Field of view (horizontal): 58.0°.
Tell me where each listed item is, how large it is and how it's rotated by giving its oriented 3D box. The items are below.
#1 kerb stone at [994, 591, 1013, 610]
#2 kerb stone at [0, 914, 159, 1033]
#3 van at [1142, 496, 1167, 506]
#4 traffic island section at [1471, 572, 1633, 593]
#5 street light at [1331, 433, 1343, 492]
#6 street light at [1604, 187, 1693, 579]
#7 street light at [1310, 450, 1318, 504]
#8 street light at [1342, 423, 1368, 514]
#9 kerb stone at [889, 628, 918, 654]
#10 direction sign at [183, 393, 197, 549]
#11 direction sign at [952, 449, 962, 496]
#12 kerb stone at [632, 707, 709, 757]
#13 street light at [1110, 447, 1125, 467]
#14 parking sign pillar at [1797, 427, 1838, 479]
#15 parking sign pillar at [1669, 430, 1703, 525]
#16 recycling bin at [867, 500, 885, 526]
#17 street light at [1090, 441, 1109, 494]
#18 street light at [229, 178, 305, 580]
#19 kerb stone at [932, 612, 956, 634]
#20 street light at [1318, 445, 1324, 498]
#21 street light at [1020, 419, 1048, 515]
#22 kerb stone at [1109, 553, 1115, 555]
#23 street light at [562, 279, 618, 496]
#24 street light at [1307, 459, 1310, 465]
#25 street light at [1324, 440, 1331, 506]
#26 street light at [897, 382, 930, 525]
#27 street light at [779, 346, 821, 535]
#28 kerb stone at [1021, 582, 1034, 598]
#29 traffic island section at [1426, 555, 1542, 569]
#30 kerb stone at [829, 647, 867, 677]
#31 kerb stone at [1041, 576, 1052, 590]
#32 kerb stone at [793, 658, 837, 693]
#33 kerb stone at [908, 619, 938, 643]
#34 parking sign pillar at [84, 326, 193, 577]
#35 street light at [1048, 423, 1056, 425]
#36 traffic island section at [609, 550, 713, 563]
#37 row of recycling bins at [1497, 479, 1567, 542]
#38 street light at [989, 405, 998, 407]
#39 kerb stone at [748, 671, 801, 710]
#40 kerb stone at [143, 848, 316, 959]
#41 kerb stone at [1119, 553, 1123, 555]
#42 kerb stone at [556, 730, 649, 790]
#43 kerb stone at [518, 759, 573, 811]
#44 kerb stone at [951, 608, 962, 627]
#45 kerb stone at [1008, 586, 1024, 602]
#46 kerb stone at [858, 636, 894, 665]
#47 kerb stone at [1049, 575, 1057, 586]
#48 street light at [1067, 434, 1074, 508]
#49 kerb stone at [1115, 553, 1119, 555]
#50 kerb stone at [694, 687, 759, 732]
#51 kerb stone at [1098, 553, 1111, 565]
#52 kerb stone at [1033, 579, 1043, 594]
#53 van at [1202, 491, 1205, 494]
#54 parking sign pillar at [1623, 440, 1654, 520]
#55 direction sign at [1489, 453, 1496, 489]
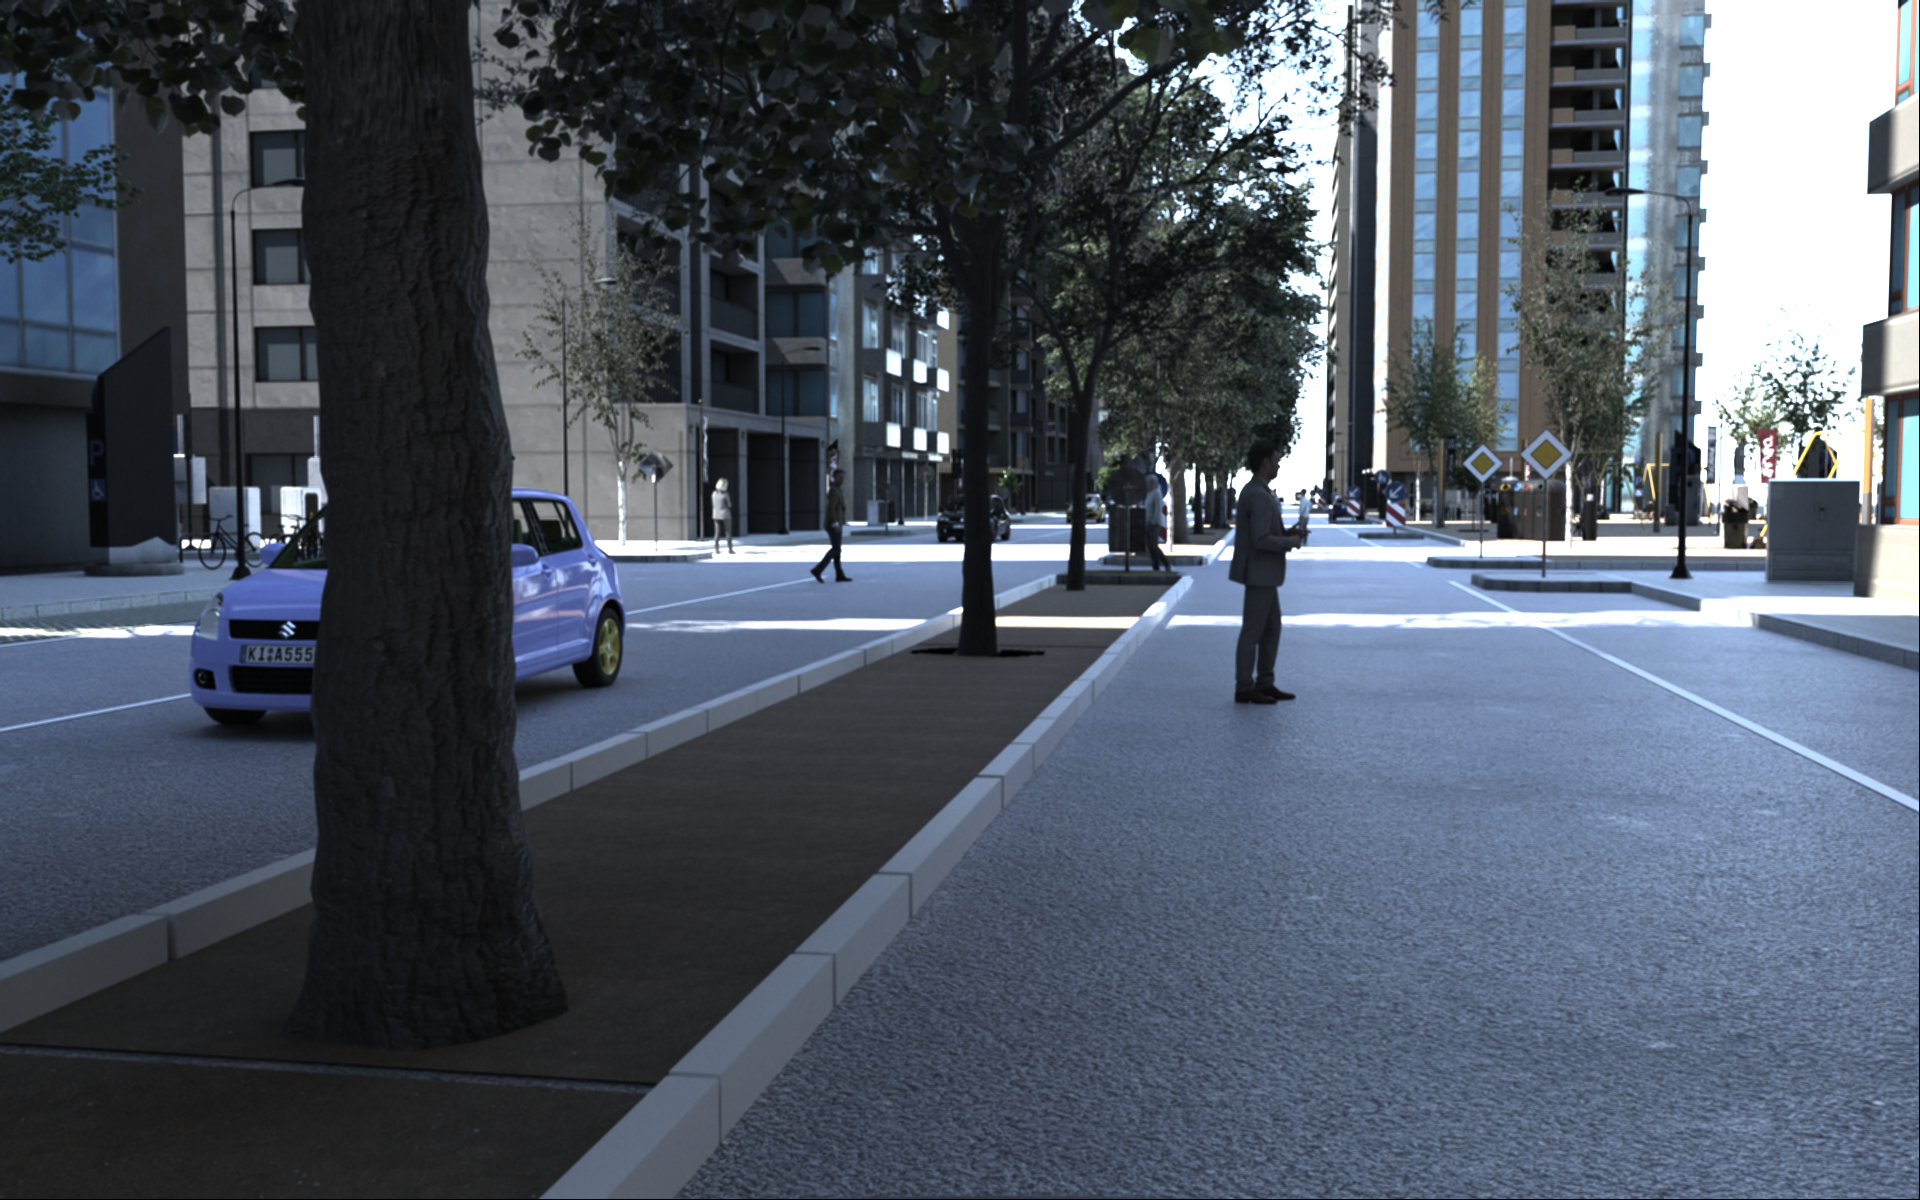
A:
[{"bbox_3d":[0.508,0.015,21.952,0.120,0.150,1.000,1,4,10],"label":"kerb stone"},{"bbox_3d":[-2.557,1.065,4.787,0.120,0.150,1.000,1,4,10],"label":"kerb stone"},{"bbox_3d":[18.046,-9.527,160.151,2.240,2.365,5.245,1,4,12],"label":"van"},{"bbox_3d":[9.013,-0.270,26.693,2.009,0.180,2.903,1,4,10],"label":"traffic island section"},{"bbox_3d":[28.991,-9.682,130.844,1.470,5.913,1.316,1,4,10],"label":"street light"},{"bbox_3d":[10.456,-3.289,26.311,1.470,5.913,1.316,1,4,10],"label":"street light"},{"bbox_3d":[40.080,-13.476,192.866,1.470,5.913,1.316,1,4,10],"label":"street light"},{"bbox_3d":[26.025,-8.618,113.440,1.470,5.913,1.316,1,4,10],"label":"street light"},{"bbox_3d":[-0.568,0.392,15.885,0.120,0.150,1.000,1,4,10],"label":"kerb stone"},{"bbox_3d":[-17.487,-2.891,39.267,0.379,3.537,0.876,-2,4,-32],"label":"direction sign"},{"bbox_3d":[-0.159,-5.825,87.228,0.379,3.537,0.876,-2,4,-34],"label":"direction sign"},{"bbox_3d":[-1.655,0.756,9.832,0.120,0.150,1.000,1,4,10],"label":"kerb stone"},{"bbox_3d":[14.821,-11.836,166.055,1.470,5.913,1.316,1,4,10],"label":"street light"},{"bbox_3d":[33.702,-4.916,68.854,1.447,3.967,1.447,-3,5,-45],"label":"parking sign pillar"},{"bbox_3d":[30.164,-5.111,72.043,1.447,3.967,1.447,-2,4,-26],"label":"parking sign pillar"},{"bbox_3d":[-3.334,-3.444,68.869,0.722,1.027,0.722,0,4,-3],"label":"recycling bin"},{"bbox_3d":[11.773,-10.770,148.630,1.470,5.913,1.316,1,4,10],"label":"street light"},{"bbox_3d":[-10.232,-3.251,25.687,1.470,5.913,1.316,1,4,10],"label":"street light"},{"bbox_3d":[-0.219,0.263,17.900,0.120,0.150,1.000,1,4,10],"label":"kerb stone"},{"bbox_3d":[35.209,-11.800,165.468,1.470,5.913,1.316,1,4,10],"label":"street light"},{"bbox_3d":[4.466,-8.252,107.463,1.470,5.913,1.316,1,4,10],"label":"street light"},{"bbox_3d":[3.116,-0.878,36.596,0.120,0.150,1.000,1,4,10],"label":"kerb stone"},{"bbox_3d":[-8.070,-3.979,37.596,1.470,5.913,1.316,1,4,10],"label":"street light"},{"bbox_3d":[43.303,-14.571,210.783,1.470,5.913,1.316,1,4,10],"label":"street light"},{"bbox_3d":[32.202,-10.752,148.333,1.470,5.913,1.316,1,4,10],"label":"street light"},{"bbox_3d":[-1.929,-6.089,72.091,1.470,5.913,1.316,1,4,10],"label":"street light"},{"bbox_3d":[-5.063,-5.027,54.730,1.470,5.913,1.316,1,4,10],"label":"street light"},{"bbox_3d":[0.864,-0.108,23.969,0.120,0.150,1.000,1,4,10],"label":"kerb stone"},{"bbox_3d":[10.414,-0.751,34.555,2.009,0.180,2.903,1,4,10],"label":"traffic island section"},{"bbox_3d":[-0.939,0.517,13.867,0.120,0.150,1.000,1,4,10],"label":"kerb stone"},{"bbox_3d":[1.215,-0.228,25.983,0.120,0.150,1.000,1,4,10],"label":"kerb stone"},{"bbox_3d":[-1.113,0.574,12.856,0.120,0.150,1.000,1,4,10],"label":"kerb stone"},{"bbox_3d":[-0.391,0.324,16.892,0.120,0.150,1.000,1,4,10],"label":"kerb stone"},{"bbox_3d":[-13.121,-2.382,27.419,1.447,3.967,1.447,2,4,23],"label":"parking sign pillar"},{"bbox_3d":[5.578,-8.623,113.528,1.470,5.913,1.316,1,4,10],"label":"street light"},{"bbox_3d":[-6.609,-0.936,37.581,2.009,0.180,2.903,1,4,10],"label":"traffic island section"},{"bbox_3d":[15.988,-2.519,48.303,1.069,1.692,3.534,0,4,-3],"label":"row of recycling bins"},{"bbox_3d":[1.294,-7.206,90.358,1.470,5.913,1.316,1,4,10],"label":"street light"},{"bbox_3d":[-1.300,0.633,11.848,0.120,0.150,1.000,1,4,10],"label":"kerb stone"},{"bbox_3d":[-2.366,1.004,5.798,0.120,0.150,1.000,1,4,10],"label":"kerb stone"},{"bbox_3d":[3.478,-1.004,38.607,0.120,0.150,1.000,1,4,10],"label":"kerb stone"},{"bbox_3d":[-1.833,0.821,8.823,0.120,0.150,1.000,1,4,10],"label":"kerb stone"},{"bbox_3d":[-2.013,0.879,7.816,0.120,0.150,1.000,1,4,10],"label":"kerb stone"},{"bbox_3d":[-0.034,0.201,18.909,0.120,0.150,1.000,1,4,10],"label":"kerb stone"},{"bbox_3d":[0.684,-0.047,22.962,0.120,0.150,1.000,1,4,10],"label":"kerb stone"},{"bbox_3d":[-0.750,0.452,14.875,0.120,0.150,1.000,1,4,10],"label":"kerb stone"},{"bbox_3d":[1.406,-0.293,26.987,0.120,0.150,1.000,1,4,10],"label":"kerb stone"},{"bbox_3d":[8.725,-9.722,131.503,1.470,5.913,1.316,1,4,10],"label":"street light"},{"bbox_3d":[3.284,-0.942,37.604,0.120,0.150,1.000,1,4,10],"label":"kerb stone"},{"bbox_3d":[-1.475,0.695,10.839,0.120,0.150,1.000,1,4,10],"label":"kerb stone"},{"bbox_3d":[2.939,-0.819,35.589,0.120,0.150,1.000,1,4,10],"label":"kerb stone"},{"bbox_3d":[1.042,-0.167,24.976,0.120,0.150,1.000,1,4,10],"label":"kerb stone"},{"bbox_3d":[35.500,-14.821,249.341,2.013,2.044,4.112,1,4,9],"label":"van"},{"bbox_3d":[33.712,-5.964,85.981,1.447,3.967,1.447,1,4,21],"label":"parking sign pillar"},{"bbox_3d":[29.611,-6.411,96.815,0.379,3.537,0.876,-2,4,-28],"label":"direction sign"}]
